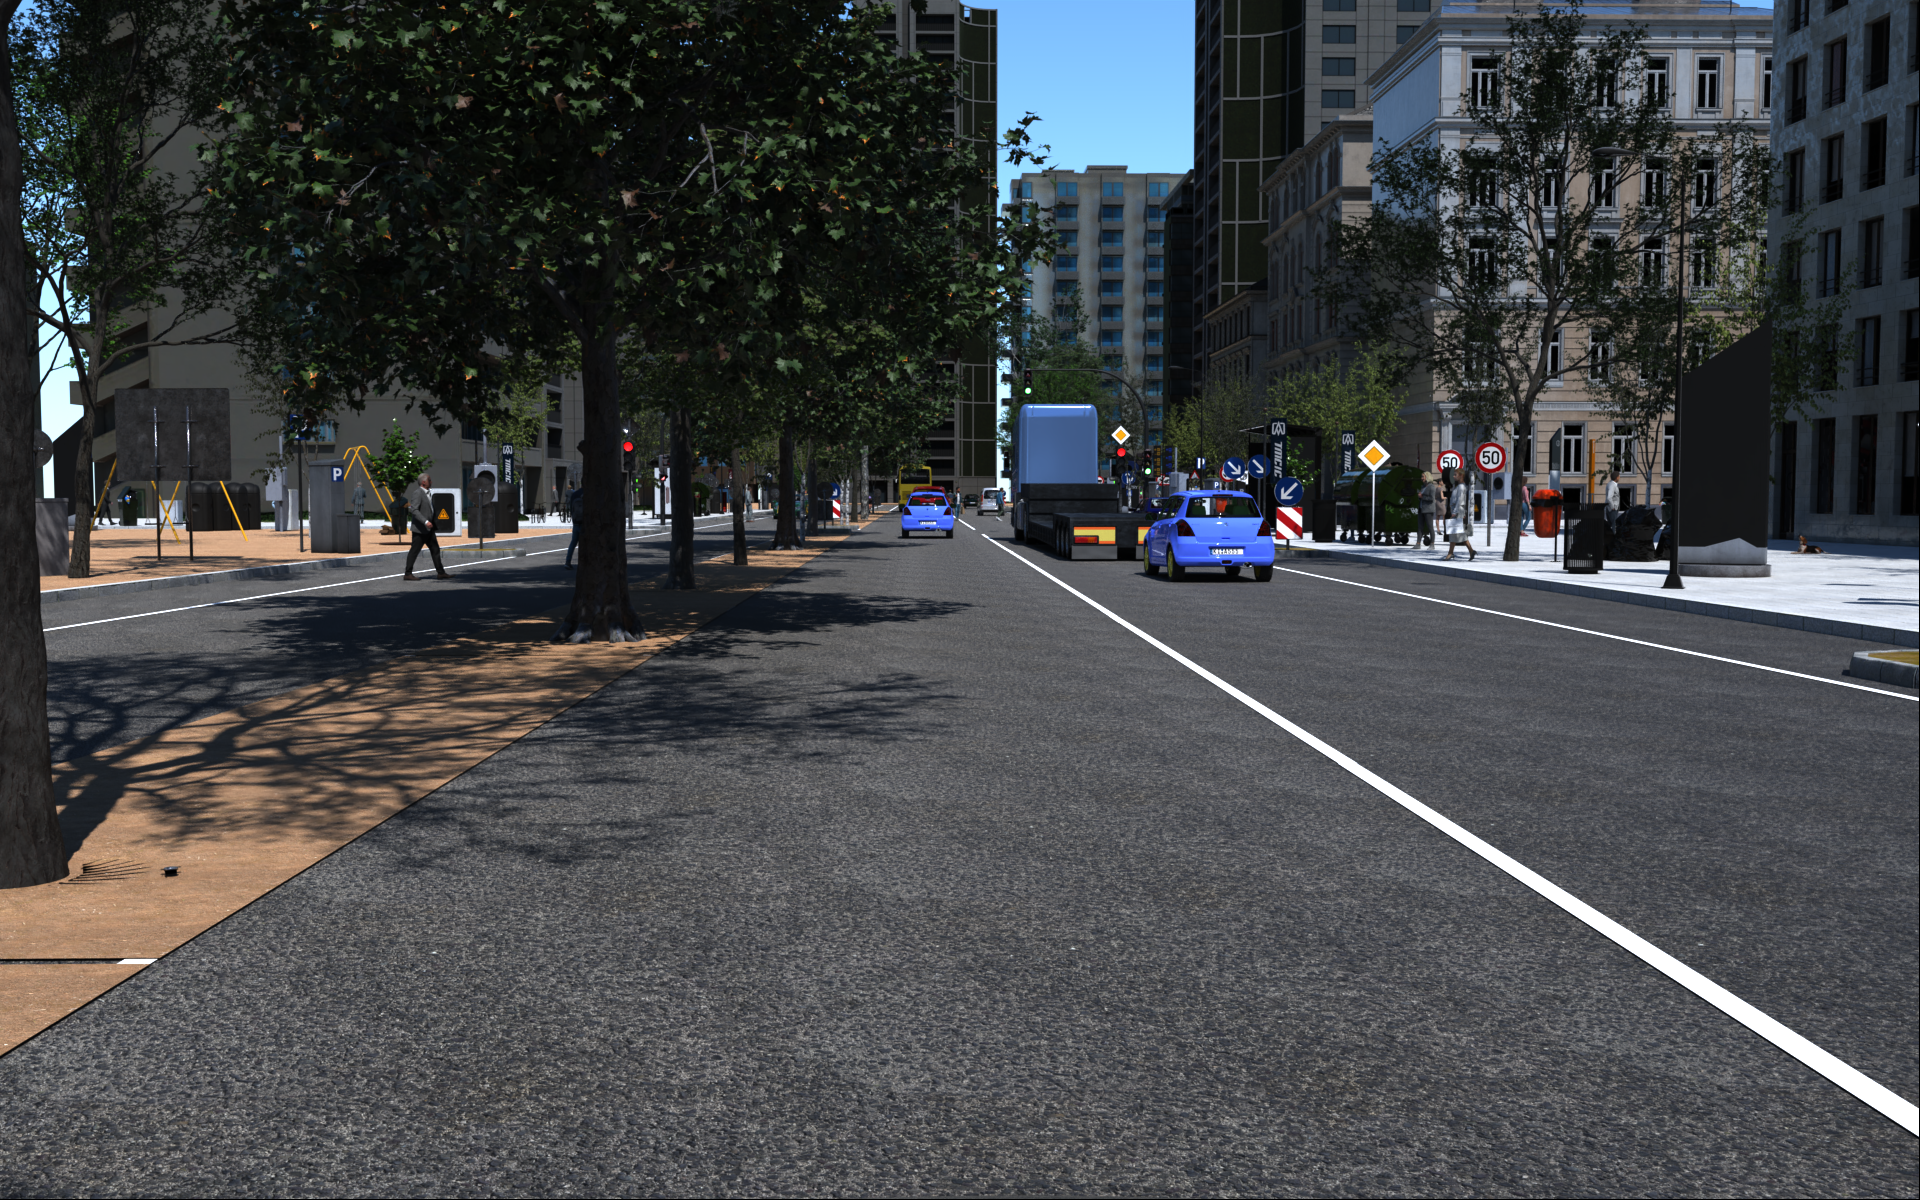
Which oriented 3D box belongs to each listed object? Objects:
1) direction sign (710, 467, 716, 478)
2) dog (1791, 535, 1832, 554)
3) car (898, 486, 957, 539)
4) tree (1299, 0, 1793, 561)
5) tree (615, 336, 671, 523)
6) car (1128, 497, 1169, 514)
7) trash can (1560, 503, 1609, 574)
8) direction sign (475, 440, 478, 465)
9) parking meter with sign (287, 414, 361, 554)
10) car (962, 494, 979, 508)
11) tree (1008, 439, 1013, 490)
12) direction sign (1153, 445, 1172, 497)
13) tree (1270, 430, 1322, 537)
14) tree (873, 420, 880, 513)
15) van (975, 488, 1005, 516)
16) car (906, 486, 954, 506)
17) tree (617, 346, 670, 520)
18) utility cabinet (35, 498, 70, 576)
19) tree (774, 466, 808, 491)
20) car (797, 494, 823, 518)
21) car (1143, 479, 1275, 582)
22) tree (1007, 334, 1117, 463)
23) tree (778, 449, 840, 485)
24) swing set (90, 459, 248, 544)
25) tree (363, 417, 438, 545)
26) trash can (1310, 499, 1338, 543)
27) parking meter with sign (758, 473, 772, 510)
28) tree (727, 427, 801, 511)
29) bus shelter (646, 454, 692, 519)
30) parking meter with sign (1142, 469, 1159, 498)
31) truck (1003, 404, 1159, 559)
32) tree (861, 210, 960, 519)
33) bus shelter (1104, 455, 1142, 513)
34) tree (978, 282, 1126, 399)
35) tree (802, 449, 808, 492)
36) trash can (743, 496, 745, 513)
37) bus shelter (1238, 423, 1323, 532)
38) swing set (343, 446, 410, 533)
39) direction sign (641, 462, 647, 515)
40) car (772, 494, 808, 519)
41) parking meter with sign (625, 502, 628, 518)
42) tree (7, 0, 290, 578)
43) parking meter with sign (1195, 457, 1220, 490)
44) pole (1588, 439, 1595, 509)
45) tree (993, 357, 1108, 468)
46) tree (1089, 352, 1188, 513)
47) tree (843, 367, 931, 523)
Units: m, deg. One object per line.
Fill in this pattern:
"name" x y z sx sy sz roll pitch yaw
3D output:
"direction sign" -19.715 -8.943 138.219 0.379 3.537 0.876 1 4 21
"dog" 18.253 -1.186 37.125 0.748 0.427 0.550 3 4 38
"car" -1.069 -2.897 56.959 1.945 1.707 3.694 0 4 -1
"tree" 10.572 -5.996 32.448 8.767 10.594 7.601 -1 4 -10
"tree" -14.255 -7.689 76.079 4.360 8.622 3.978 0 3 0
"car" 6.659 -2.764 57.772 1.945 1.354 3.894 0 4 -3
"trash can" 10.047 -0.994 27.898 0.748 1.137 0.748 0 3 0
"direction sign" -20.379 -4.957 73.042 0.379 3.537 0.876 -1 4 -11
"parking meter with sign" -13.784 -2.533 37.678 1.738 3.016 0.543 2 4 29
"car" 1.178 -10.122 175.280 2.009 1.686 4.222 0 4 -2
"tree" 6.532 -13.899 177.607 4.360 8.622 3.978 0 3 0
"direction sign" 9.452 -5.428 80.739 0.876 3.537 0.379 0 4 3
"tree" 9.793 -3.529 52.303 1.663 3.219 1.824 0 3 0
"tree" -4.770 -7.346 72.925 4.360 8.622 3.978 0 3 0
"van" 2.053 -6.620 115.242 2.013 2.044 4.112 0 4 -3
"car" -1.460 -4.554 83.136 2.281 1.827 5.304 0 4 1
"tree" -15.387 -8.046 81.914 4.737 8.622 4.395 0 3 0
"utility cabinet" -14.436 -0.973 27.077 0.306 1.237 1.020 1 4 16
"tree" -17.359 -11.854 177.530 4.285 4.588 4.351 0 3 0
"car" -9.070 -5.852 105.904 2.015 1.641 3.980 0 4 -2
"car" 4.175 -1.220 29.542 1.945 1.707 3.694 0 4 -3
"tree" 8.118 -14.260 139.814 9.857 13.997 8.962 0 3 0
"tree" -18.404 -19.244 221.286 9.857 13.997 8.962 0 3 0
"swing set" -21.135 -2.978 46.307 2.862 2.851 3.119 1 4 12
"tree" -14.313 -3.008 43.783 1.663 3.219 1.824 0 3 0
"trash can" 9.631 -2.090 45.823 0.748 1.137 0.748 0 3 0
"parking meter with sign" -16.153 -8.976 143.017 0.543 3.016 1.738 -2 4 -32
"tree" -15.580 -11.433 137.284 4.737 8.622 4.395 0 3 0
"bus shelter" -14.969 -5.915 90.636 2.014 3.302 5.546 0 4 -1
"parking meter with sign" 11.796 -6.713 106.026 1.738 3.016 0.543 3 4 37
"truck" 3.169 -3.440 46.003 2.967 4.110 18.799 0 4 -2
"tree" -6.599 -14.619 97.364 12.611 20.169 13.585 0 3 0
"bus shelter" 9.969 -7.008 105.871 1.731 3.624 6.357 0 4 -2
"tree" 8.011 -18.273 154.653 12.611 20.169 13.585 0 3 0
"tree" -17.737 -14.647 189.841 4.737 8.622 4.395 0 3 0
"trash can" -15.075 -6.550 118.737 0.748 1.137 0.748 0 3 0
"bus shelter" 11.023 -4.195 59.869 1.731 3.624 6.357 0 4 -1
"swing set" -19.905 -3.650 57.303 2.862 2.851 3.119 -2 4 -26
"direction sign" -19.435 -7.000 106.454 0.379 3.537 0.876 0 4 -6
"car" -9.683 -5.379 99.750 2.131 1.459 4.920 0 3 0
"parking meter with sign" -18.532 -5.897 92.682 1.738 3.016 0.543 -2 4 -24
"tree" -13.136 -5.607 26.091 7.601 10.594 8.767 0 4 7
"parking meter with sign" 11.890 -5.234 81.838 0.543 3.016 1.738 -2 4 -32
"pole" 23.512 -4.321 64.488 0.158 3.312 0.155 0 3 0
"tree" 7.376 -12.537 130.731 9.928 11.665 9.643 0 3 0
"tree" 8.592 -8.478 88.976 4.360 8.622 3.978 0 3 0
"tree" -5.189 -9.669 86.307 9.928 11.665 9.643 0 3 0
